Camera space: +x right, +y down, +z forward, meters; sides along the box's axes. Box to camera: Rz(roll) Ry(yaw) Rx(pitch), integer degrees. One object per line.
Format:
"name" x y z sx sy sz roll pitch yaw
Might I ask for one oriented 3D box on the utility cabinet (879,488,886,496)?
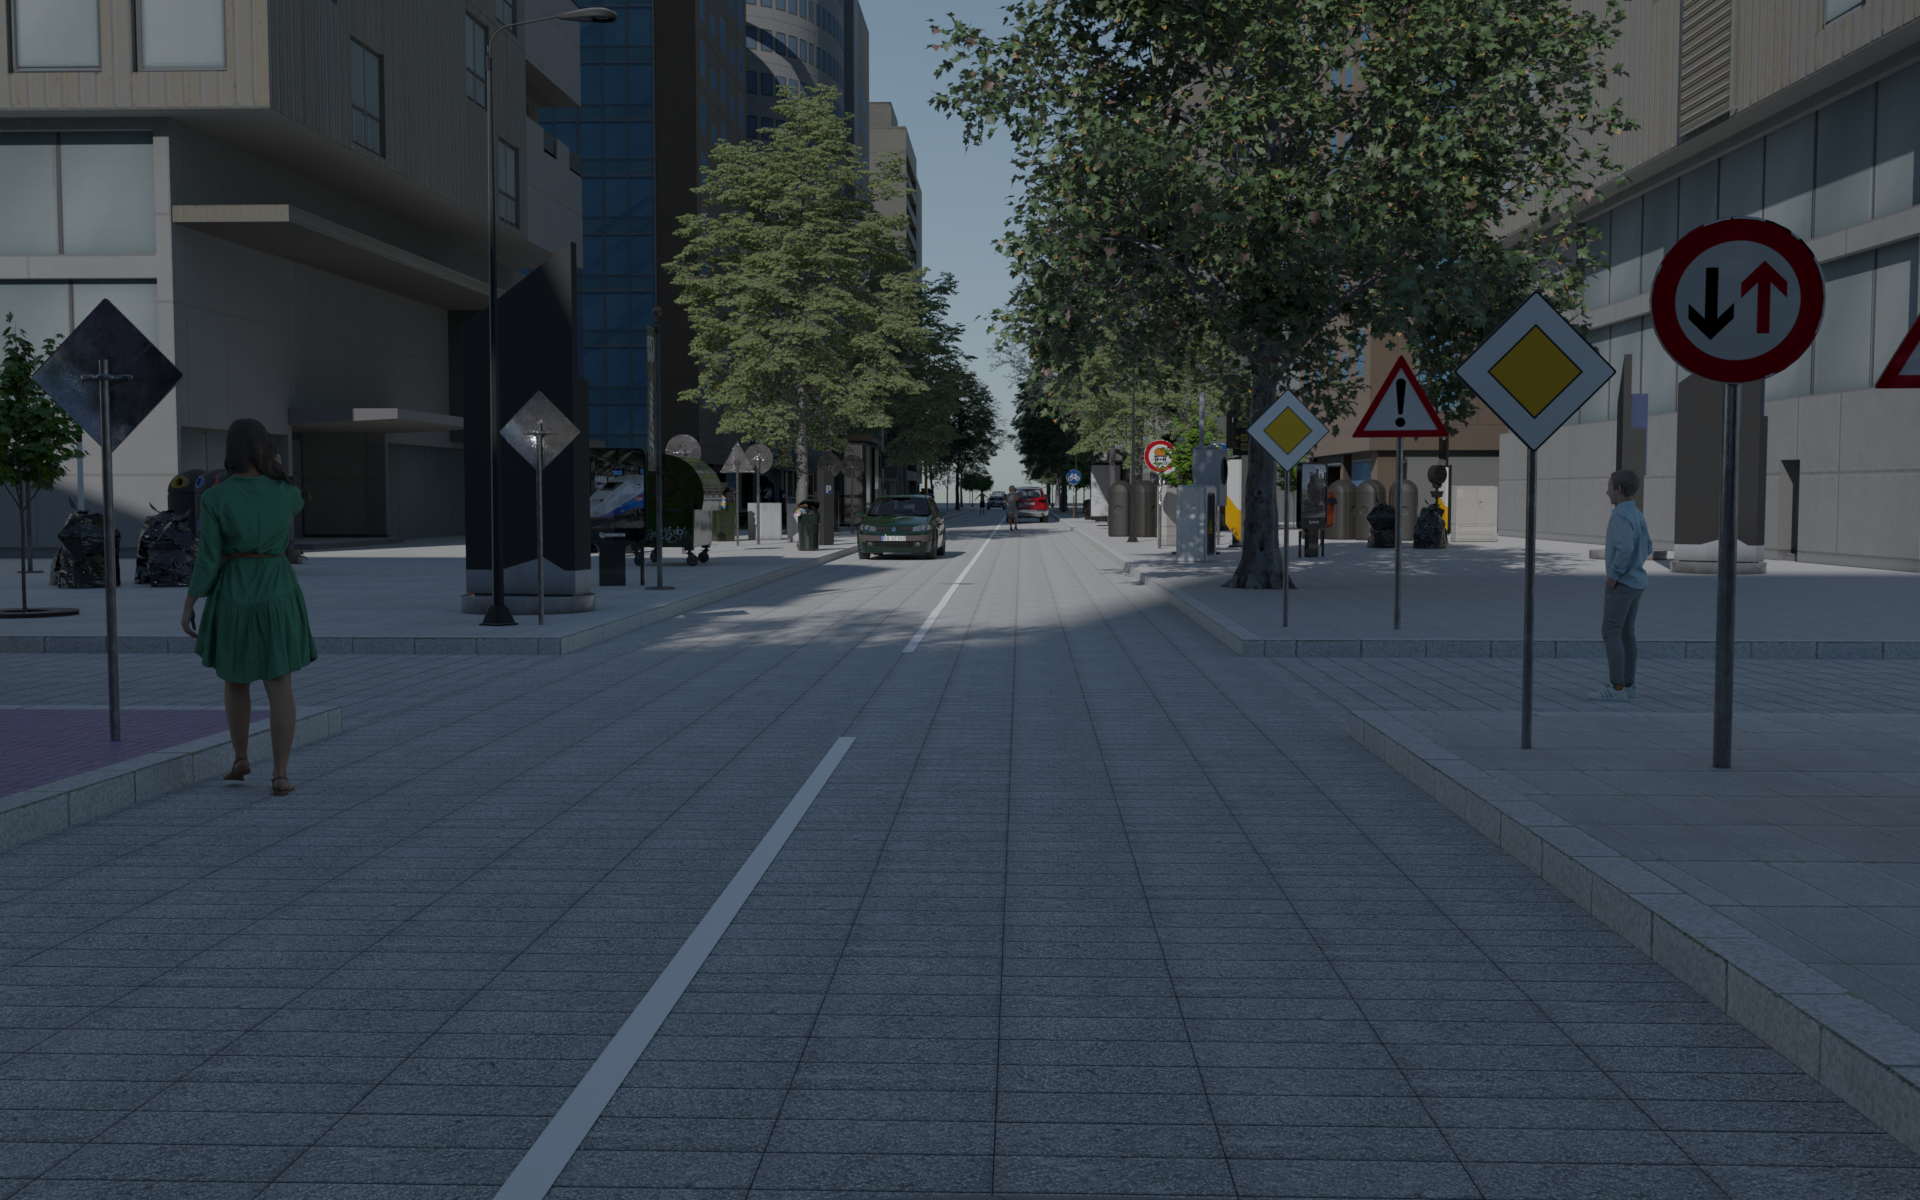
"utility cabinet" -3.220 -3.627 67.978 0.318 1.500 1.173 -1 4 -22

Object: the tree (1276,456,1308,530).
"tree" 12.059 -4.164 62.686 1.663 3.219 1.824 0 3 0

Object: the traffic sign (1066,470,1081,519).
"traffic sign" 5.944 -5.527 90.467 0.768 2.556 0.104 1 4 9

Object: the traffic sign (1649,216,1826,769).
"traffic sign" 3.577 -0.486 8.053 0.768 2.556 0.104 1 4 9

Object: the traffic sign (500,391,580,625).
"traffic sign" -4.104 -0.812 16.920 0.795 2.450 0.064 0 4 2

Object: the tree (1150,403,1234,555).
"tree" 5.027 -2.592 36.980 1.663 3.219 1.824 0 3 0

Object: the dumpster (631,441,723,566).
"dumpster" -5.223 -1.772 31.471 1.502 2.255 1.985 0 4 2

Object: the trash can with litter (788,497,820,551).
"trash can with litter" -3.530 -1.708 39.318 0.624 1.170 1.055 -1 4 -17

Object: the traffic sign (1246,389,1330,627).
"traffic sign" 3.135 -0.795 16.642 0.795 2.450 0.064 0 4 2

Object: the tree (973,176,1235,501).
"tree" 5.772 -8.297 53.787 7.486 12.596 7.792 0 3 0

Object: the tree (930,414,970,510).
"tree" -1.188 -11.314 135.339 4.360 8.622 3.978 0 3 0

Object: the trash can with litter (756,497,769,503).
"trash can with litter" -8.278 -3.680 71.553 0.624 1.170 1.055 -2 4 -28

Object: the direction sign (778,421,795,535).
"direction sign" -5.430 -3.811 54.307 0.379 3.537 0.876 2 4 28

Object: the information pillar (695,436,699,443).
"information pillar" -10.597 -4.760 69.174 0.183 3.616 0.504 3 5 43

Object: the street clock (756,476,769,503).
"street clock" -7.727 -3.864 67.747 0.471 2.002 0.358 -2 4 -25

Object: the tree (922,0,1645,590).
"tree" 4.163 -6.497 23.236 9.611 12.733 9.660 0 3 0

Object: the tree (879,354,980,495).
"tree" -2.078 -11.059 115.220 7.601 10.594 8.767 1 4 16

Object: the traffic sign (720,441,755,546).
"traffic sign" -5.499 -2.616 42.781 0.884 2.594 0.081 1 4 9

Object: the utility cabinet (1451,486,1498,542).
"utility cabinet" 13.717 -2.294 46.180 1.173 1.500 0.318 -1 4 -11

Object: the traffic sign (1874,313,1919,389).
"traffic sign" 5.060 -0.536 8.761 0.884 2.594 0.081 0 4 6

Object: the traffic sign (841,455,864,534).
"traffic sign" -3.478 -3.411 55.874 0.768 2.556 0.104 0 4 5

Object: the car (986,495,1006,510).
"car" 3.316 -8.890 157.939 1.945 1.354 3.894 0 4 3

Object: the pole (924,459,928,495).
"pole" -1.653 -5.529 84.240 0.158 3.312 0.155 0 3 0

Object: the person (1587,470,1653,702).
"person" 4.651 -0.113 12.158 0.589 1.601 0.330 -3 5 -44

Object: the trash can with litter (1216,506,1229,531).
"trash can with litter" 8.997 -2.996 60.367 1.055 1.170 0.624 -2 4 -26

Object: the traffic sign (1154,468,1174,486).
"traffic sign" 5.683 -2.943 48.224 0.768 2.556 0.104 1 4 11

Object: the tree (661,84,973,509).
"tree" -4.440 -7.950 48.114 7.486 12.596 7.792 0 3 0

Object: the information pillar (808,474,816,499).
"information pillar" -5.409 -3.570 62.857 0.304 2.012 0.304 0 4 7

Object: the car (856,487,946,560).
"car" -1.287 -1.796 39.154 2.009 1.686 4.222 0 4 4

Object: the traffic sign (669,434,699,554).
"traffic sign" -5.893 -2.249 36.870 0.768 2.556 0.104 0 4 3

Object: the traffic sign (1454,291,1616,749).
"traffic sign" 2.850 -0.307 8.662 0.795 2.450 0.064 0 4 2

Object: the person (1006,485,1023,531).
"person" 2.175 -3.604 67.777 0.716 1.782 0.532 2 4 35

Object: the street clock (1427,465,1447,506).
"street clock" 11.876 -2.359 43.137 0.471 2.002 0.358 -2 4 -32

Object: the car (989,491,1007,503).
"car" 4.661 -12.206 208.240 2.281 1.827 5.304 0 4 1

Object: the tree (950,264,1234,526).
"tree" 6.103 -9.679 68.628 12.009 13.543 11.850 0 3 0

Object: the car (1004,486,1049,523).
"car" 3.375 -4.809 87.292 2.281 1.827 5.304 0 3 0

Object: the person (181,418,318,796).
"person" -3.407 0.025 8.346 0.600 1.795 0.529 -3 4 -38

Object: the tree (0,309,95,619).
"tree" -9.968 -1.451 18.323 1.663 3.219 1.824 0 3 0

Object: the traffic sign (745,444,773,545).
"traffic sign" -5.103 -2.671 43.783 0.768 2.556 0.104 1 4 10

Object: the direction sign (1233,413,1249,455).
"direction sign" 5.922 -2.628 34.960 0.876 3.537 0.379 -1 4 -12

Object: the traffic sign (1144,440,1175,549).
"traffic sign" 4.702 -2.483 40.699 0.768 2.556 0.104 0 4 3

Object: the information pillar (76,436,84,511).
"information pillar" -14.141 -2.230 27.822 0.183 3.616 0.504 -2 4 -28

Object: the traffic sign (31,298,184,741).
"traffic sign" -4.389 -0.324 8.940 0.795 2.450 0.064 0 4 2

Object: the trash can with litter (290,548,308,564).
"trash can with litter" -12.555 -1.252 31.851 1.055 1.170 0.624 0 4 -4

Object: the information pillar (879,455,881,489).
"information pillar" -4.242 -5.862 87.198 0.504 3.616 0.183 1 4 16

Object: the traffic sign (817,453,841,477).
"traffic sign" -4.070 -3.286 53.826 0.768 2.556 0.104 0 4 5

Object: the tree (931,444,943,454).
"tree" 0.094 -15.715 167.313 12.009 13.543 11.850 0 3 0

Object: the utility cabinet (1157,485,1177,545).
"utility cabinet" 5.382 -2.113 43.233 0.318 1.500 1.173 3 5 43

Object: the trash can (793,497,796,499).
"trash can" -8.595 -4.752 89.351 0.748 1.137 0.748 0 3 0

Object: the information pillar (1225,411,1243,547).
"information pillar" 6.609 -3.083 41.759 0.183 3.616 0.504 -2 4 -32

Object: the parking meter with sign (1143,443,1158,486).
"parking meter with sign" 6.987 -3.903 60.073 1.738 3.016 0.543 -1 4 -20

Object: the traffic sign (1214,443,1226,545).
"traffic sign" 6.495 -2.654 43.492 0.768 2.556 0.104 0 4 8

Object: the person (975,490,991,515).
"person" 1.567 -6.736 119.418 1.217 1.735 0.721 1 4 22

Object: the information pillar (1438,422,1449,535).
"information pillar" 15.061 -3.829 53.952 0.183 3.616 0.504 -1 4 -14

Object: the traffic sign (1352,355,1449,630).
"traffic sign" 4.140 -0.999 16.330 0.884 2.594 0.081 1 4 10
